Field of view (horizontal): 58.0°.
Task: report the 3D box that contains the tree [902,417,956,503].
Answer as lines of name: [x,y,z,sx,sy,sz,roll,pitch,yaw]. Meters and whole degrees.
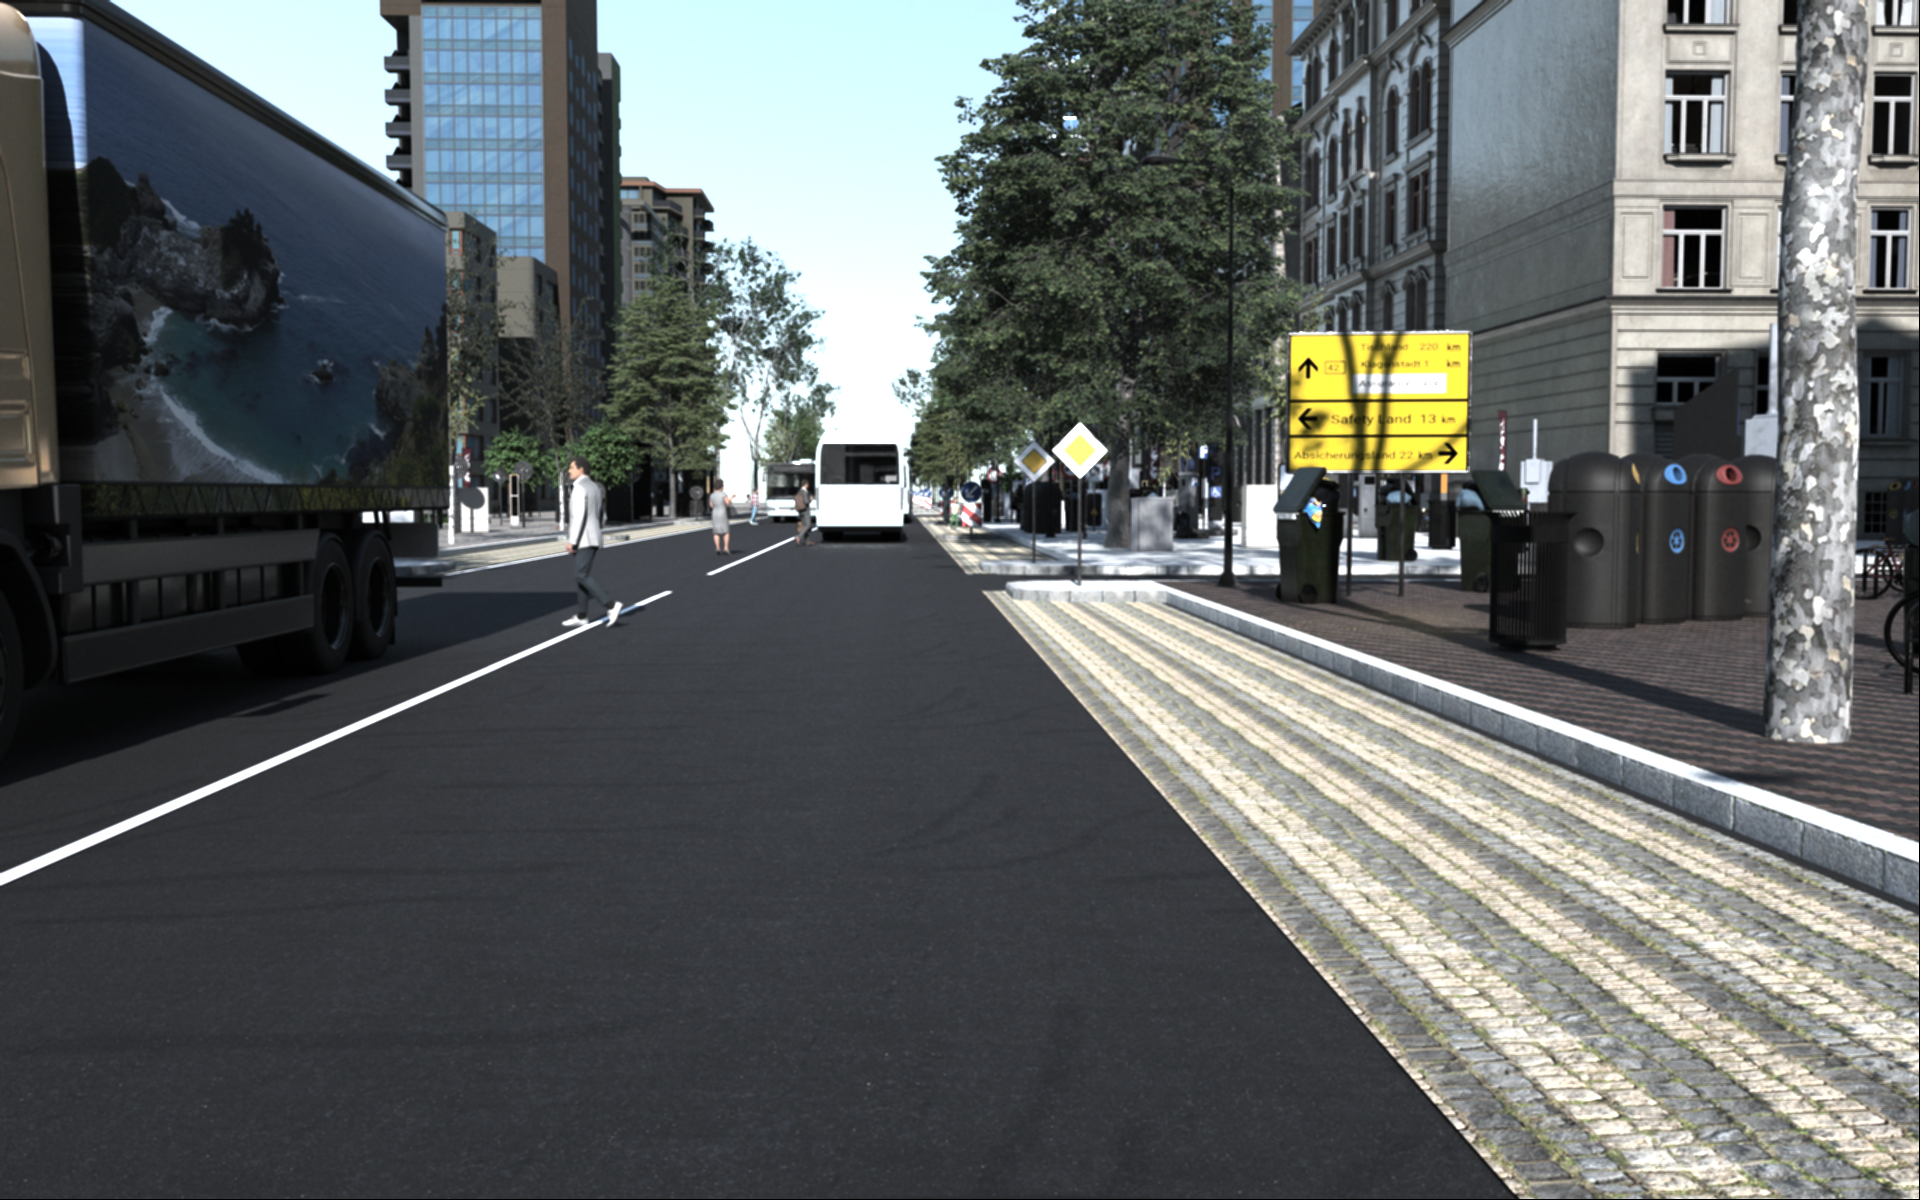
tree: [-4.469,-20.335,249.485,9.611,12.733,9.660,0,3,0]

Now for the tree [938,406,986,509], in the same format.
tree: [0.057,-11.421,137.099,4.737,8.622,4.395,0,3,0]

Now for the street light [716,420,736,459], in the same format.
street light: [-14.666,-8.291,108.097,1.470,5.913,1.316,0,4,-2]

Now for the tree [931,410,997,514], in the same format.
tree: [1.216,-9.762,109.971,4.360,8.622,3.978,0,3,0]

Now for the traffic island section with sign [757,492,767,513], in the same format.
traffic island section with sign: [-14.107,-7.393,129.507,1.989,1.847,2.006,0,4,-2]

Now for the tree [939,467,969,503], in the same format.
tree: [-0.526,-11.579,173.031,4.285,4.588,4.351,0,3,0]

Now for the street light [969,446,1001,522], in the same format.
street light: [1.165,-6.459,78.147,1.470,5.913,1.316,0,4,-2]

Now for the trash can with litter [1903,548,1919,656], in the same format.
trash can with litter: [7.869,-0.145,13.766,0.624,1.170,1.055,1,4,20]

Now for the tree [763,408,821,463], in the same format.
tree: [-20.122,-17.240,207.636,9.928,11.665,9.643,0,3,0]

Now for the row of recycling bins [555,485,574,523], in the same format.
row of recycling bins: [-17.522,-4.310,77.587,1.069,1.692,3.534,-1,4,-21]

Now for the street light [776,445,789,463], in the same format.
street light: [-16.738,-11.647,162.961,1.470,5.913,1.316,0,4,-2]

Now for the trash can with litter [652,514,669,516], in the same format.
trash can with litter: [-18.029,-5.494,100.890,2.233,1.210,1.678,-1,4,-19]

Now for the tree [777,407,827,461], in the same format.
tree: [-20.095,-18.756,224.791,7.486,12.596,7.792,0,3,0]

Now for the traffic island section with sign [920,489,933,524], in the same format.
traffic island section with sign: [-0.767,-4.489,82.017,1.989,1.847,2.006,0,4,-2]

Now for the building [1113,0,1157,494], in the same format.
building: [24.371,-31.844,140.259,23.786,49.044,30.456,0,4,-2]

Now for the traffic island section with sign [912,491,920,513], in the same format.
traffic island section with sign: [-2.617,-7.542,131.943,1.989,1.847,2.006,0,4,-2]

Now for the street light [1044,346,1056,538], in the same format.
street light: [2.130,-4.794,50.923,1.470,5.913,1.316,0,4,-2]

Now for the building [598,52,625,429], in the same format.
building: [-38.394,-28.864,155.524,14.154,41.232,14.086,0,4,-2]

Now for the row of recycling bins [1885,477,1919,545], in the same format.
row of recycling bins: [22.457,-2.028,40.264,1.069,1.692,3.534,1,4,14]

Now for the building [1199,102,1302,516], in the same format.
building: [20.642,-16.469,98.147,11.050,23.489,19.941,0,4,-2]

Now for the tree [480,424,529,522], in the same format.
tree: [-20.692,-5.952,81.033,4.285,4.588,4.351,0,3,0]

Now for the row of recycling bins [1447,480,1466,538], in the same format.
row of recycling bins: [15.299,-2.780,52.571,1.069,1.692,3.534,1,4,23]

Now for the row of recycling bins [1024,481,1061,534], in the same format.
row of recycling bins: [2.680,-3.081,57.485,1.069,1.692,3.534,0,4,-5]

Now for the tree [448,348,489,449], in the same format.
tree: [-25.183,-8.197,84.387,4.737,8.622,4.395,0,3,0]

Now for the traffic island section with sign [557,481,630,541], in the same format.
traffic island section with sign: [-11.315,-2.753,53.636,1.989,1.847,2.006,0,4,-2]

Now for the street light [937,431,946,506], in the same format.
street light: [-0.750,-9.542,128.550,1.470,5.913,1.316,0,4,-2]

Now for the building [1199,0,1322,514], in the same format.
building: [21.115,-28.614,117.952,14.600,45.320,14.200,0,4,-2]

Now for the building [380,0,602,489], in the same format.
building: [-37.525,-30.042,141.305,14.600,45.320,14.200,0,4,-2]

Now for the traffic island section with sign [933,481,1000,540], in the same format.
traffic island section with sign: [0.226,-2.839,55.048,1.989,1.847,2.006,0,4,-2]

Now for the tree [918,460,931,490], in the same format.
tree: [-3.040,-16.390,218.338,4.360,8.622,3.978,0,3,0]

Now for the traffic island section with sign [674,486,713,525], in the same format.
traffic island section with sign: [-12.325,-4.439,81.202,1.989,1.847,2.006,0,4,-2]

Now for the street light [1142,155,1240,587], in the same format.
street light: [3.190,-3.142,23.918,1.470,5.913,1.316,0,4,-2]

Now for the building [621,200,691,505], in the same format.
building: [-49.678,-31.969,214.575,32.217,40.220,23.993,0,4,-2]

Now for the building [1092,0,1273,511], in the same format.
building: [20.115,-31.342,162.555,14.600,45.320,14.200,0,4,-2]

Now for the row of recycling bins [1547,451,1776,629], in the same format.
row of recycling bins: [7.234,-0.641,17.590,3.534,1.692,1.069,-2,4,-33]

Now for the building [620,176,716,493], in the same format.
building: [-45.877,-35.868,241.060,22.147,44.769,28.867,0,4,-2]

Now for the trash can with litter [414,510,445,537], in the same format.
trash can with litter: [-16.392,-2.542,52.625,1.678,1.210,2.233,-2,4,-23]

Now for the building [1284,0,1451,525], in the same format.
building: [23.643,-17.675,76.379,14.401,28.519,23.554,0,4,-2]

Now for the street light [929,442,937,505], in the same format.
street light: [-1.797,-11.213,155.871,1.470,5.913,1.316,0,4,-2]

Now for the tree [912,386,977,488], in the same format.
tree: [-0.963,-15.174,166.219,7.486,12.596,7.792,0,3,0]

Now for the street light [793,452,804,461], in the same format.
street light: [-17.871,-13.396,191.563,1.470,5.913,1.316,0,4,-2]

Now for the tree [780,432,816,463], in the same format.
tree: [-19.050,-15.358,201.471,4.360,8.622,3.978,0,3,0]

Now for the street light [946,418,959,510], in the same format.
street light: [0.066,-8.181,106.297,1.470,5.913,1.316,0,4,-2]

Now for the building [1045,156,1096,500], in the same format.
building: [21.623,-34.655,221.238,22.147,44.769,28.867,0,4,-2]

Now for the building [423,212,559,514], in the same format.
building: [-44.634,-16.829,120.198,27.650,21.520,28.899,0,4,-2]

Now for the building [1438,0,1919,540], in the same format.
building: [31.766,-13.547,54.778,30.059,22.955,16.112,0,4,-2]

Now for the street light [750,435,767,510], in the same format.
street light: [-15.783,-9.981,135.737,1.470,5.913,1.316,0,4,-2]

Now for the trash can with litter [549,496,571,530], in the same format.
trash can with litter: [-14.242,-3.197,63.322,1.678,1.210,2.233,-2,4,-30]

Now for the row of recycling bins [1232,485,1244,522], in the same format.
row of recycling bins: [13.883,-4.422,79.419,3.534,1.692,1.069,-2,4,-33]

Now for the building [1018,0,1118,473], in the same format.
building: [20.703,-57.319,249.828,22.319,86.520,31.000,0,4,-2]
